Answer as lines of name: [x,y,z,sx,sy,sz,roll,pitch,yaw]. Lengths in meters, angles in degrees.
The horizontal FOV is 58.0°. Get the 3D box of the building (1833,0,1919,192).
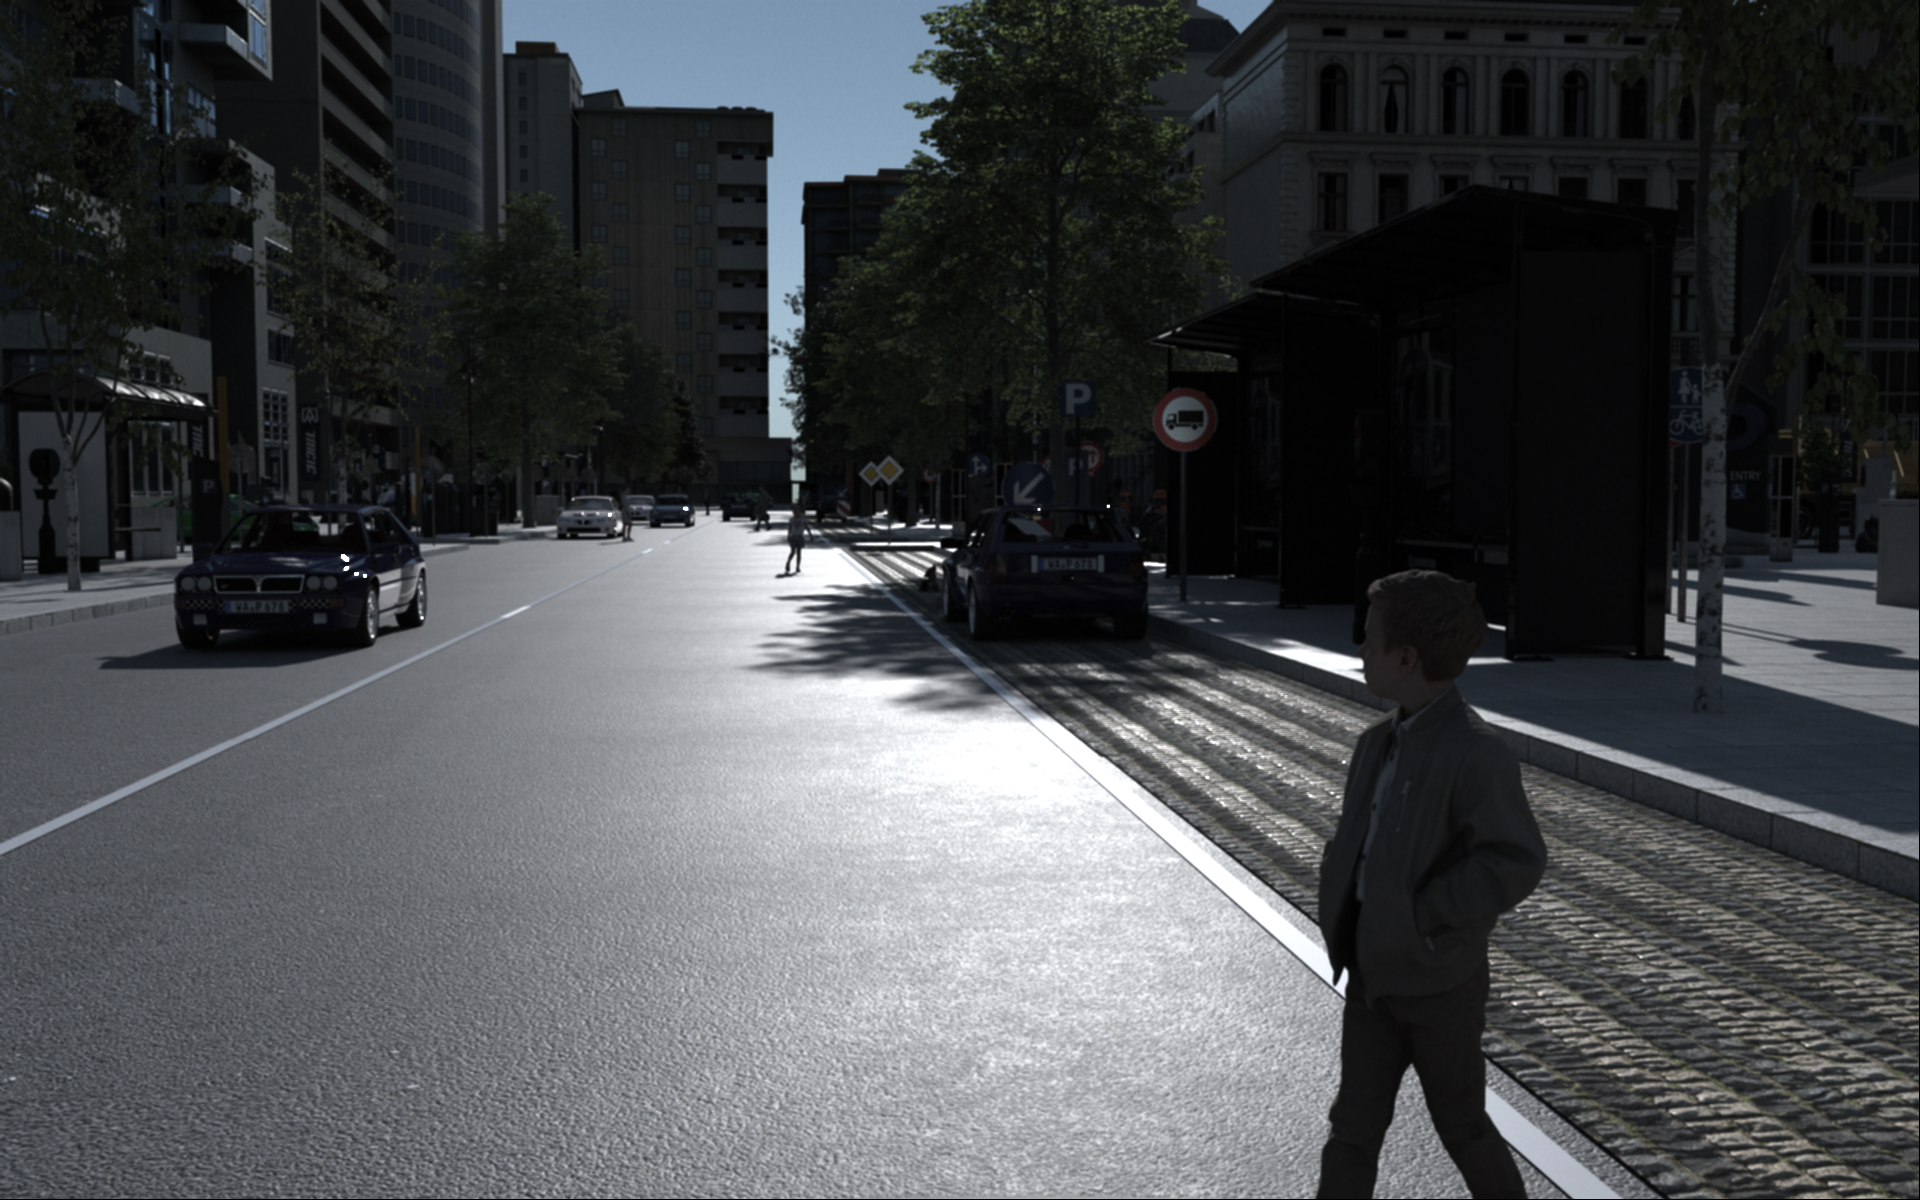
building: [30.399,-26.263,18.647,28.713,52.752,27.495,0,4,-6]

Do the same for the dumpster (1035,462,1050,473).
dumpster: [2.503,-3.108,53.314,1.502,2.255,1.985,0,4,-6]

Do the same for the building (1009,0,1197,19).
building: [10.670,-27.912,139.954,14.154,41.232,14.086,0,4,-6]

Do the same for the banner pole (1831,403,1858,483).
banner pole: [24.279,-3.529,47.717,0.863,3.779,0.401,3,4,36]

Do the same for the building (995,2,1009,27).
building: [16.135,-48.843,236.829,20.611,71.187,20.563,0,4,-6]

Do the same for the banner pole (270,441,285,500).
banner pole: [-31.949,-5.581,81.261,0.863,3.779,0.401,0,4,-2]

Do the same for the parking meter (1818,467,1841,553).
parking meter: [19.002,-1.965,37.832,0.255,1.863,0.399,-1,4,-15]

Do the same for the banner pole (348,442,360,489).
banner pole: [-29.135,-5.711,83.395,0.401,3.779,0.863,3,5,40]

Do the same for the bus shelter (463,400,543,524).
bus shelter: [-20.150,-6.011,75.913,2.179,5.291,8.768,0,4,-6]

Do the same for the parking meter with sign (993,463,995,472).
parking meter with sign: [2.736,-6.100,95.988,1.738,3.016,0.543,-1,4,-17]

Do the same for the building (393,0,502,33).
building: [-48.681,-36.345,136.237,21.231,58.520,28.212,0,4,-6]

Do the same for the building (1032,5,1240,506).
building: [12.455,-20.602,114.335,11.434,29.767,29.804,0,4,-6]

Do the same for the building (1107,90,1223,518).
building: [14.441,-14.450,91.003,10.420,20.320,16.860,0,4,-6]

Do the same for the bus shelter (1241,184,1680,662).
bus shelter: [4.399,-1.533,16.340,1.731,3.624,6.357,0,4,-6]

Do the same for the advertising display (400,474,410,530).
advertising display: [-17.833,-3.086,55.673,0.123,1.923,0.974,-2,4,-26]

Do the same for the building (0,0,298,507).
building: [-43.178,-46.598,74.544,22.319,86.520,31.000,0,4,-6]

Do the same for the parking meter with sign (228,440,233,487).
parking meter with sign: [-24.382,-3.642,55.800,1.738,3.016,0.543,-3,5,-44]

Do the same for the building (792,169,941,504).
building: [-8.573,-35.559,236.009,28.867,44.769,22.147,0,4,-6]

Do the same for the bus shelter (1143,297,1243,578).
bus shelter: [3.960,-1.962,23.359,1.731,3.624,6.357,0,4,-6]

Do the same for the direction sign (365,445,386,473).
direction sign: [-26.870,-5.364,79.704,0.876,3.537,0.379,-1,4,-20]

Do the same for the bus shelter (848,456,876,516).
bus shelter: [-6.144,-7.061,106.733,1.731,3.624,6.357,0,4,-6]

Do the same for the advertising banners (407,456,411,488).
advertising banners: [-25.636,-5.061,78.940,2.074,3.025,0.090,1,4,13]

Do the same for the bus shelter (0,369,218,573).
bus shelter: [-14.938,-2.252,30.744,2.014,3.302,5.546,0,4,-6]

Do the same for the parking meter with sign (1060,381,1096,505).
parking meter with sign: [1.866,-1.920,27.645,0.543,3.016,1.738,0,4,3]

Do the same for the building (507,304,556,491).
building: [-56.308,-19.928,170.869,28.899,21.520,27.650,0,4,-6]

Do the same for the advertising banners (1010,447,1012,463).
advertising banners: [2.005,-4.168,64.342,0.090,3.025,2.074,0,4,-5]

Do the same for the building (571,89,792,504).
building: [-36.843,-39.500,235.065,27.495,52.752,28.713,0,4,-6]

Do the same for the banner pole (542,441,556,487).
banner pole: [-18.976,-5.495,79.863,0.863,3.779,0.401,-3,5,-43]

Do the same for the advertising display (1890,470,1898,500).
advertising display: [24.772,-2.514,46.325,0.974,1.923,0.123,-3,4,-36]

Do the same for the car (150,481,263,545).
car: [-19.363,-2.250,45.591,4.718,1.807,1.959,0,4,-6]

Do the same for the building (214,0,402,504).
building: [-48.857,-29.714,109.525,21.300,48.544,21.600,0,4,-6]

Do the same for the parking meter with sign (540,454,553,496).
parking meter with sign: [-17.944,-4.818,75.039,0.543,3.016,1.738,-1,4,-10]

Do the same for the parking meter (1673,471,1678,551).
parking meter: [15.977,-2.025,38.821,0.399,1.863,0.255,1,4,20]

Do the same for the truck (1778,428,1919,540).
truck: [26.275,-3.416,51.773,9.791,3.379,3.469,0,4,-8]

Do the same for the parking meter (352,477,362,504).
parking meter: [-20.277,-3.217,58.305,0.255,1.863,0.399,-2,4,-29]

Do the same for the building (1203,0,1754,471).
building: [21.314,-14.940,73.143,19.941,23.489,11.050,0,4,-6]

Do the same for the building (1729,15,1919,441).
building: [46.221,-15.819,77.706,30.058,24.678,14.314,0,4,-6]

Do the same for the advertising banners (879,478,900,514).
advertising banners: [-4.379,-6.948,109.789,2.074,3.025,0.090,-3,5,-40]

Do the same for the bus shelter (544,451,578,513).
bus shelter: [-20.486,-6.619,85.858,2.179,5.291,8.768,0,4,-6]

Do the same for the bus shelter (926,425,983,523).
bus shelter: [-0.460,-6.400,82.265,2.179,5.291,8.768,0,4,-6]

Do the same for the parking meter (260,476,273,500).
parking meter: [-22.135,-3.036,55.344,0.399,1.863,0.255,3,5,40]

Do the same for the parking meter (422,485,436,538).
parking meter: [-15.576,-2.593,50.808,0.372,1.533,0.369,0,3,0]

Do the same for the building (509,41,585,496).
building: [-64.160,-41.985,228.458,28.212,58.520,21.231,0,4,-6]

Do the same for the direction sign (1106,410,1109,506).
direction sign: [3.786,-3.206,44.423,0.379,3.537,0.876,0,4,8]

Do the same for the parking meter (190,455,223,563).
parking meter: [-11.376,-1.252,26.178,0.399,1.863,0.255,-3,5,-42]

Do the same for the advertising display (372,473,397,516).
advertising display: [-17.494,-2.902,52.665,0.123,1.923,0.974,1,4,20]

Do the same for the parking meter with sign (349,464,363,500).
parking meter with sign: [-34.943,-6.384,100.634,0.543,3.016,1.738,-3,5,-42]

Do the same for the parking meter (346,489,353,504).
parking meter: [-27.864,-4.331,79.215,0.372,1.533,0.369,0,3,0]

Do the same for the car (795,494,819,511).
car: [-11.404,-7.380,130.454,2.009,1.686,4.222,0,4,-7]

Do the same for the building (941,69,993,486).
building: [10.804,-31.884,175.927,22.147,44.769,28.867,0,4,-6]

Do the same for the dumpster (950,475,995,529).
dumpster: [0.408,-2.905,53.252,1.264,1.857,1.865,0,4,-6]
